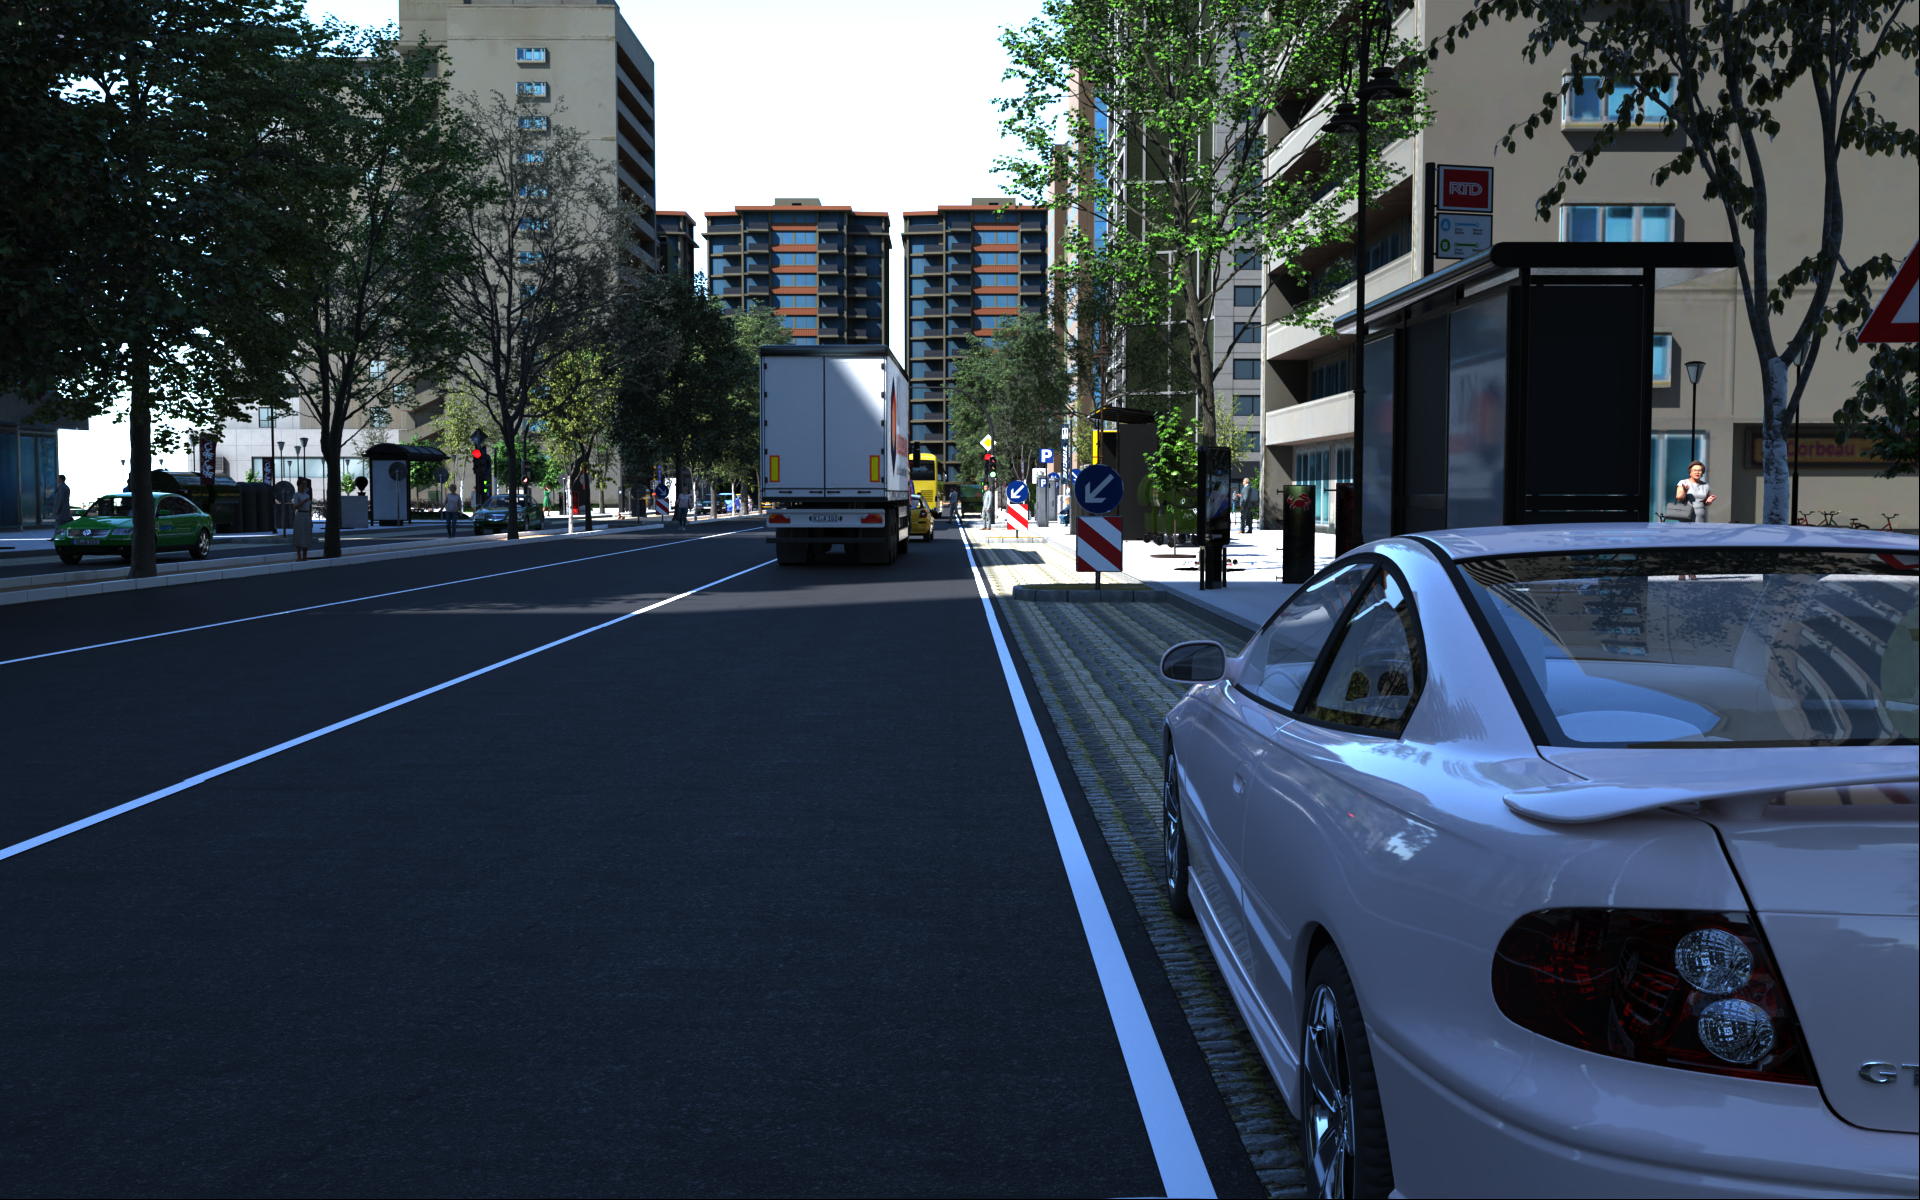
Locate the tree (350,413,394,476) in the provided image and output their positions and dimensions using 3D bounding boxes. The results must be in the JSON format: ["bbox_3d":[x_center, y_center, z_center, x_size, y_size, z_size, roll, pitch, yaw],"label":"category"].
[{"bbox_3d":[-49.868,-12.089,148.011,4.360,8.622,3.978,0,3,0],"label":"tree"}]

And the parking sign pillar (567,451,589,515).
[{"bbox_3d":[-23.594,-7.253,107.062,1.447,3.967,1.447,-3,5,-44],"label":"parking sign pillar"}]

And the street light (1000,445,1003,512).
[{"bbox_3d":[3.055,-9.445,127.214,0.468,5.910,1.993,0,4,0],"label":"street light"}]

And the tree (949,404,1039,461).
[{"bbox_3d":[3.927,-15.849,169.500,12.009,13.543,11.850,0,3,0],"label":"tree"}]

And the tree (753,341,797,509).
[{"bbox_3d":[-14.164,-13.386,131.693,12.009,13.543,11.850,0,3,0],"label":"tree"}]

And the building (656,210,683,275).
[{"bbox_3d":[-54.090,-36.900,257.935,28.867,44.769,22.147,0,4,0],"label":"building"}]

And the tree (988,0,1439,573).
[{"bbox_3d":[4.021,-6.291,28.620,9.928,11.665,9.643,0,3,0],"label":"tree"}]

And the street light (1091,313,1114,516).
[{"bbox_3d":[3.643,-4.382,44.430,0.468,5.910,1.993,0,4,0],"label":"street light"}]

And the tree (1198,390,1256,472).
[{"bbox_3d":[18.819,-10.563,123.060,4.737,8.622,4.395,0,3,0],"label":"tree"}]

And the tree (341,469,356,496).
[{"bbox_3d":[-46.872,-8.426,132.360,1.663,3.219,1.824,0,3,0],"label":"tree"}]

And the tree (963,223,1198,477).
[{"bbox_3d":[4.902,-7.648,59.450,7.601,10.594,8.767,1,4,14],"label":"tree"}]

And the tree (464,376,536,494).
[{"bbox_3d":[-27.355,-9.354,103.302,4.360,8.622,3.978,0,3,0],"label":"tree"}]

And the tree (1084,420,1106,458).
[{"bbox_3d":[13.195,-12.424,153.489,4.360,8.622,3.978,0,3,0],"label":"tree"}]

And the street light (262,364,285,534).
[{"bbox_3d":[-22.255,-5.095,56.088,0.468,5.910,1.993,0,4,0],"label":"street light"}]

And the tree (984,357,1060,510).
[{"bbox_3d":[3.259,-8.431,88.212,4.360,8.622,3.978,0,3,0],"label":"tree"}]

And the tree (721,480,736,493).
[{"bbox_3d":[-24.322,-11.393,180.874,1.663,3.219,1.824,0,3,0],"label":"tree"}]

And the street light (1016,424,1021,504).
[{"bbox_3d":[3.297,-7.713,98.903,0.468,5.910,1.993,0,4,0],"label":"street light"}]

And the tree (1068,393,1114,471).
[{"bbox_3d":[9.334,-10.814,127.173,4.737,8.622,4.395,0,3,0],"label":"tree"}]

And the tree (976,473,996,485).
[{"bbox_3d":[3.308,-12.986,196.029,4.285,4.588,4.351,0,3,0],"label":"tree"}]

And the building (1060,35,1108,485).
[{"bbox_3d":[17.764,-31.636,167.362,14.600,45.320,14.200,0,4,0],"label":"building"}]

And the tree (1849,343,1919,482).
[{"bbox_3d":[8.679,-1.269,15.349,1.663,3.219,1.824,0,3,0],"label":"tree"}]

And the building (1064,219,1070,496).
[{"bbox_3d":[17.810,-25.091,181.943,14.160,30.474,14.107,0,4,0],"label":"building"}]

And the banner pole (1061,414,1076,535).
[{"bbox_3d":[3.373,-3.938,54.405,0.401,3.779,0.863,-2,4,-26],"label":"banner pole"}]

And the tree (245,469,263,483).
[{"bbox_3d":[-49.098,-7.659,119.825,1.663,3.219,1.824,0,3,0],"label":"tree"}]

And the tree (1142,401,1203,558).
[{"bbox_3d":[4.252,-2.461,34.846,1.663,3.219,1.824,0,3,0],"label":"tree"}]

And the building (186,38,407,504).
[{"bbox_3d":[-74.080,-37.925,209.315,27.495,52.752,28.713,0,4,0],"label":"building"}]

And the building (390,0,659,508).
[{"bbox_3d":[-41.605,-33.203,166.567,21.300,48.544,21.600,0,4,0],"label":"building"}]

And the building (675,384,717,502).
[{"bbox_3d":[-45.886,-22.362,210.664,28.899,21.520,27.650,0,4,0],"label":"building"}]

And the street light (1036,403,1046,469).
[{"bbox_3d":[3.406,-6.113,72.741,0.468,5.910,1.993,0,4,0],"label":"street light"}]

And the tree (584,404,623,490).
[{"bbox_3d":[-29.480,-11.775,142.882,4.360,8.622,3.978,0,3,0],"label":"tree"}]

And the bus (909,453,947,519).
[{"bbox_3d":[-2.392,-6.884,104.102,2.896,3.916,12.252,0,4,1],"label":"bus"}]

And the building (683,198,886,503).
[{"bbox_3d":[-24.714,-36.948,258.725,28.867,44.769,22.147,0,4,0],"label":"building"}]

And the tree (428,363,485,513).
[{"bbox_3d":[-27.959,-8.990,97.356,4.737,8.622,4.395,0,3,0],"label":"tree"}]

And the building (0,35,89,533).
[{"bbox_3d":[-45.627,-26.469,52.376,30.456,49.044,23.786,0,4,0],"label":"building"}]

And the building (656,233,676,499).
[{"bbox_3d":[-38.570,-25.310,185.523,14.160,30.474,14.107,0,4,0],"label":"building"}]

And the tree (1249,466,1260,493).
[{"bbox_3d":[18.310,-6.685,103.897,1.663,3.219,1.824,0,3,0],"label":"tree"}]

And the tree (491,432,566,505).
[{"bbox_3d":[-23.376,-6.604,91.688,4.285,4.588,4.351,0,3,0],"label":"tree"}]

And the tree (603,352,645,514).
[{"bbox_3d":[-23.097,-11.390,111.975,9.928,11.665,9.643,0,3,0],"label":"tree"}]

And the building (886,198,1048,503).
[{"bbox_3d":[4.227,-36.928,258.396,28.867,44.769,22.147,0,4,0],"label":"building"}]

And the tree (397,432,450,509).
[{"bbox_3d":[-28.893,-6.630,92.115,4.285,4.588,4.351,0,3,0],"label":"tree"}]

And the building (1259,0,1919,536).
[{"bbox_3d":[21.474,-26.097,50.391,21.300,48.544,21.600,0,4,0],"label":"building"}]

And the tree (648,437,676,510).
[{"bbox_3d":[-23.303,-11.451,137.585,4.360,8.622,3.978,0,3,0],"label":"tree"}]

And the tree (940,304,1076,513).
[{"bbox_3d":[3.450,-12.939,118.201,9.857,13.997,8.962,0,3,0],"label":"tree"}]

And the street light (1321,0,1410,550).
[{"bbox_3d":[3.727,-2.650,16.118,0.468,5.910,1.993,0,4,0],"label":"street light"}]

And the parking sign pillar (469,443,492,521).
[{"bbox_3d":[-23.057,-5.833,83.844,1.447,3.967,1.447,0,4,1],"label":"parking sign pillar"}]

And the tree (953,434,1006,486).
[{"bbox_3d":[3.724,-19.271,232.084,9.611,12.733,9.660,0,3,0],"label":"tree"}]

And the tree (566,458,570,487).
[{"bbox_3d":[-31.756,-9.254,135.013,4.285,4.588,4.351,0,3,0],"label":"tree"}]

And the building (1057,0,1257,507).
[{"bbox_3d":[21.510,-46.500,198.527,20.563,71.187,20.611,0,4,0],"label":"building"}]

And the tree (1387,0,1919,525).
[{"bbox_3d":[4.488,-3.630,9.709,4.360,8.622,3.978,0,3,0],"label":"tree"}]

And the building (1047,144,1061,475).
[{"bbox_3d":[18.251,-34.652,216.669,14.600,45.320,14.200,0,4,0],"label":"building"}]

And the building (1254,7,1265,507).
[{"bbox_3d":[20.694,-42.807,138.145,20.563,71.187,20.611,0,4,0],"label":"building"}]
